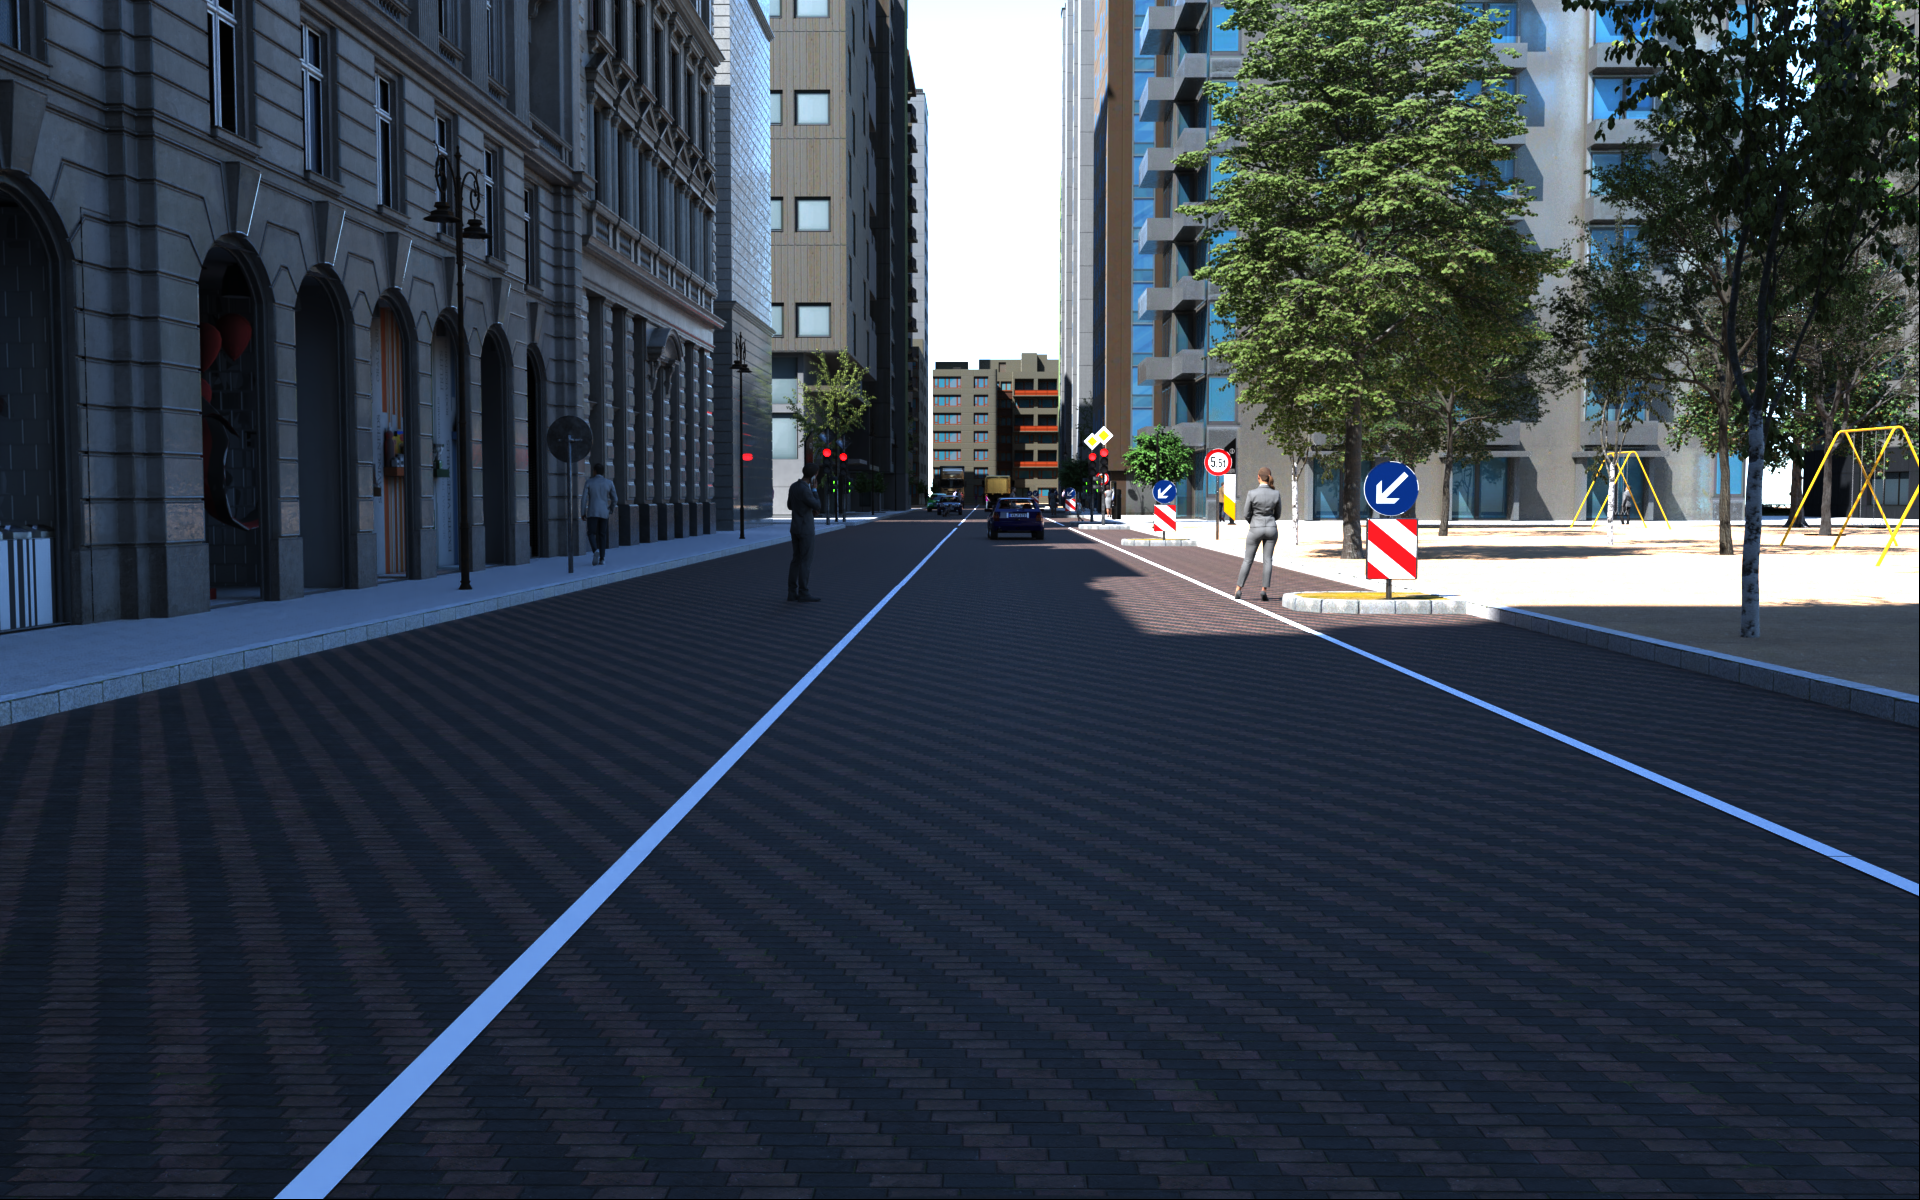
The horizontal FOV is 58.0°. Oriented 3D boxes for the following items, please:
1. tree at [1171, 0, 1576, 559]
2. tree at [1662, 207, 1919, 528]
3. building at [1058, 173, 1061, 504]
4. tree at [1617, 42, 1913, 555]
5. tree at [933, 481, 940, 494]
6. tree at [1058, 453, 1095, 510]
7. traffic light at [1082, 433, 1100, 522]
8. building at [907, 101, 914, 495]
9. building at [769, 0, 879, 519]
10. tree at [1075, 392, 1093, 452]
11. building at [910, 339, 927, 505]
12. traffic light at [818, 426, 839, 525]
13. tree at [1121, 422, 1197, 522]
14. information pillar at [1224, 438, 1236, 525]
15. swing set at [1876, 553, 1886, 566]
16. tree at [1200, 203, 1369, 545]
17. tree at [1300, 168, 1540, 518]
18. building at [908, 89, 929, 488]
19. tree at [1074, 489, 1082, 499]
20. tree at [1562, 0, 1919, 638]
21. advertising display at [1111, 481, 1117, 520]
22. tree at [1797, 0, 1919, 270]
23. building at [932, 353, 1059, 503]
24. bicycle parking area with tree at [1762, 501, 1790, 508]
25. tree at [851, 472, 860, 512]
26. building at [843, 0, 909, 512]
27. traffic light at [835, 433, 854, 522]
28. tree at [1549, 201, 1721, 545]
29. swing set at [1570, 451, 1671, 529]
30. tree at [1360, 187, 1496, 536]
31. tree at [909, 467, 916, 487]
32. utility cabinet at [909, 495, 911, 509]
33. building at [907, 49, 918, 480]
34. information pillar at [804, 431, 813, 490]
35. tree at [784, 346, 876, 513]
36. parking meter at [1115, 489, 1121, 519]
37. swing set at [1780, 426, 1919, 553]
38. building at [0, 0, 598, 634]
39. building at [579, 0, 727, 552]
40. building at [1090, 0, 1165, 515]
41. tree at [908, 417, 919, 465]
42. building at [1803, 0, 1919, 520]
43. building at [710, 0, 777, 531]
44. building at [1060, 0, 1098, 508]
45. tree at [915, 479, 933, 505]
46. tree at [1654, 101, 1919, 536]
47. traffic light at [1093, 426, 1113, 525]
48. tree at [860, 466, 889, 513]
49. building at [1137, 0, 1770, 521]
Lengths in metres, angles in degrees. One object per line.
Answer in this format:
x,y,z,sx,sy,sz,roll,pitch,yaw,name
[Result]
7.873,-7.056,33.491,7.486,12.596,7.792,0,3,0,tree
31.864,-9.105,65.882,9.611,12.733,9.660,0,3,0,tree
19.575,-32.893,221.400,14.154,41.232,14.086,0,4,1,building
15.817,-6.229,36.254,7.601,10.594,8.767,1,4,9,tree
-3.226,-14.260,227.753,1.663,3.219,1.824,0,3,0,tree
9.196,-9.368,136.877,4.285,4.588,4.351,0,3,0,tree
6.043,-5.540,79.494,0.839,4.253,0.868,0,4,1,traffic light
-12.446,-33.066,190.743,14.600,45.320,14.200,0,4,1,building
-19.014,-31.331,101.494,28.713,52.752,27.495,0,4,1,building
10.187,-10.586,123.438,4.737,8.622,4.395,0,3,0,tree
-19.032,-22.750,216.993,28.899,21.520,27.650,0,4,1,building
-5.453,-5.062,71.687,0.839,4.253,0.868,0,4,1,traffic light
9.042,-5.811,78.718,4.285,4.588,4.351,0,3,0,tree
11.262,-4.943,72.172,0.504,3.616,0.183,1,4,18,information pillar
17.486,-1.933,29.224,2.862,2.851,3.119,1,4,9,swing set
8.265,-5.669,43.043,4.360,8.622,3.978,0,3,0,tree
16.865,-9.688,65.049,9.857,13.997,8.962,0,3,0,tree
-18.707,-43.262,249.334,28.212,58.520,21.231,0,4,1,building
9.816,-9.307,146.773,1.663,3.219,1.824,0,3,0,tree
7.326,-3.969,15.254,4.737,8.622,4.395,0,3,0,tree
7.716,-4.999,86.943,0.123,1.923,0.974,0,4,-4,advertising display
14.909,-5.876,21.831,9.928,11.665,9.643,0,3,0,tree
10.850,-24.971,253.319,28.899,21.520,27.650,0,4,1,building
53.835,-7.543,110.323,8.231,4.147,9.016,-3,4,-37,bicycle parking area with tree
-7.027,-7.836,122.715,1.663,3.219,1.824,0,3,0,tree
-11.235,-27.331,130.453,14.154,41.232,14.086,0,4,1,building
-5.317,-5.550,79.671,0.839,4.253,0.868,0,4,1,traffic light
16.488,-5.675,43.153,4.360,8.622,3.978,0,3,0,tree
24.574,-4.093,64.532,2.862,2.851,3.119,0,4,5,swing set
15.103,-7.226,52.554,7.601,10.594,8.767,1,4,11,tree
-5.579,-10.128,149.304,4.285,4.588,4.351,0,3,0,tree
-4.321,-8.185,144.983,0.306,1.237,1.020,-1,4,-14,utility cabinet
-15.480,-31.453,168.884,22.147,44.769,28.867,0,4,1,building
-5.581,-4.445,64.028,0.183,3.616,0.504,2,4,27,information pillar
-6.322,-8.257,85.368,4.737,8.622,4.395,0,3,0,tree
8.006,-4.869,88.017,0.372,1.533,0.369,0,3,0,parking meter
21.568,-2.656,41.042,2.862,2.851,3.119,0,4,3,swing set
-13.942,-11.170,24.430,13.314,21.916,24.055,0,4,1,building
-12.877,-13.310,46.497,11.050,23.489,19.941,0,4,1,building
15.874,-28.170,110.687,14.600,45.320,14.200,0,4,1,building
-5.356,-11.793,143.182,4.737,8.622,4.395,0,3,0,tree
58.188,-39.655,86.607,20.611,71.187,20.563,0,4,1,building
-22.499,-17.592,65.115,29.804,29.767,11.434,0,4,1,building
22.126,-40.182,198.971,21.231,58.520,28.212,0,4,1,building
-4.599,-12.682,201.956,1.663,3.219,1.824,0,3,0,tree
26.801,-8.727,53.053,12.009,13.543,11.850,0,3,0,tree
5.907,-5.051,71.510,0.839,4.253,0.868,0,4,1,traffic light
-5.519,-7.614,119.097,1.663,3.219,1.824,0,3,0,tree
24.712,-28.827,90.930,30.456,49.044,23.786,0,4,1,building
